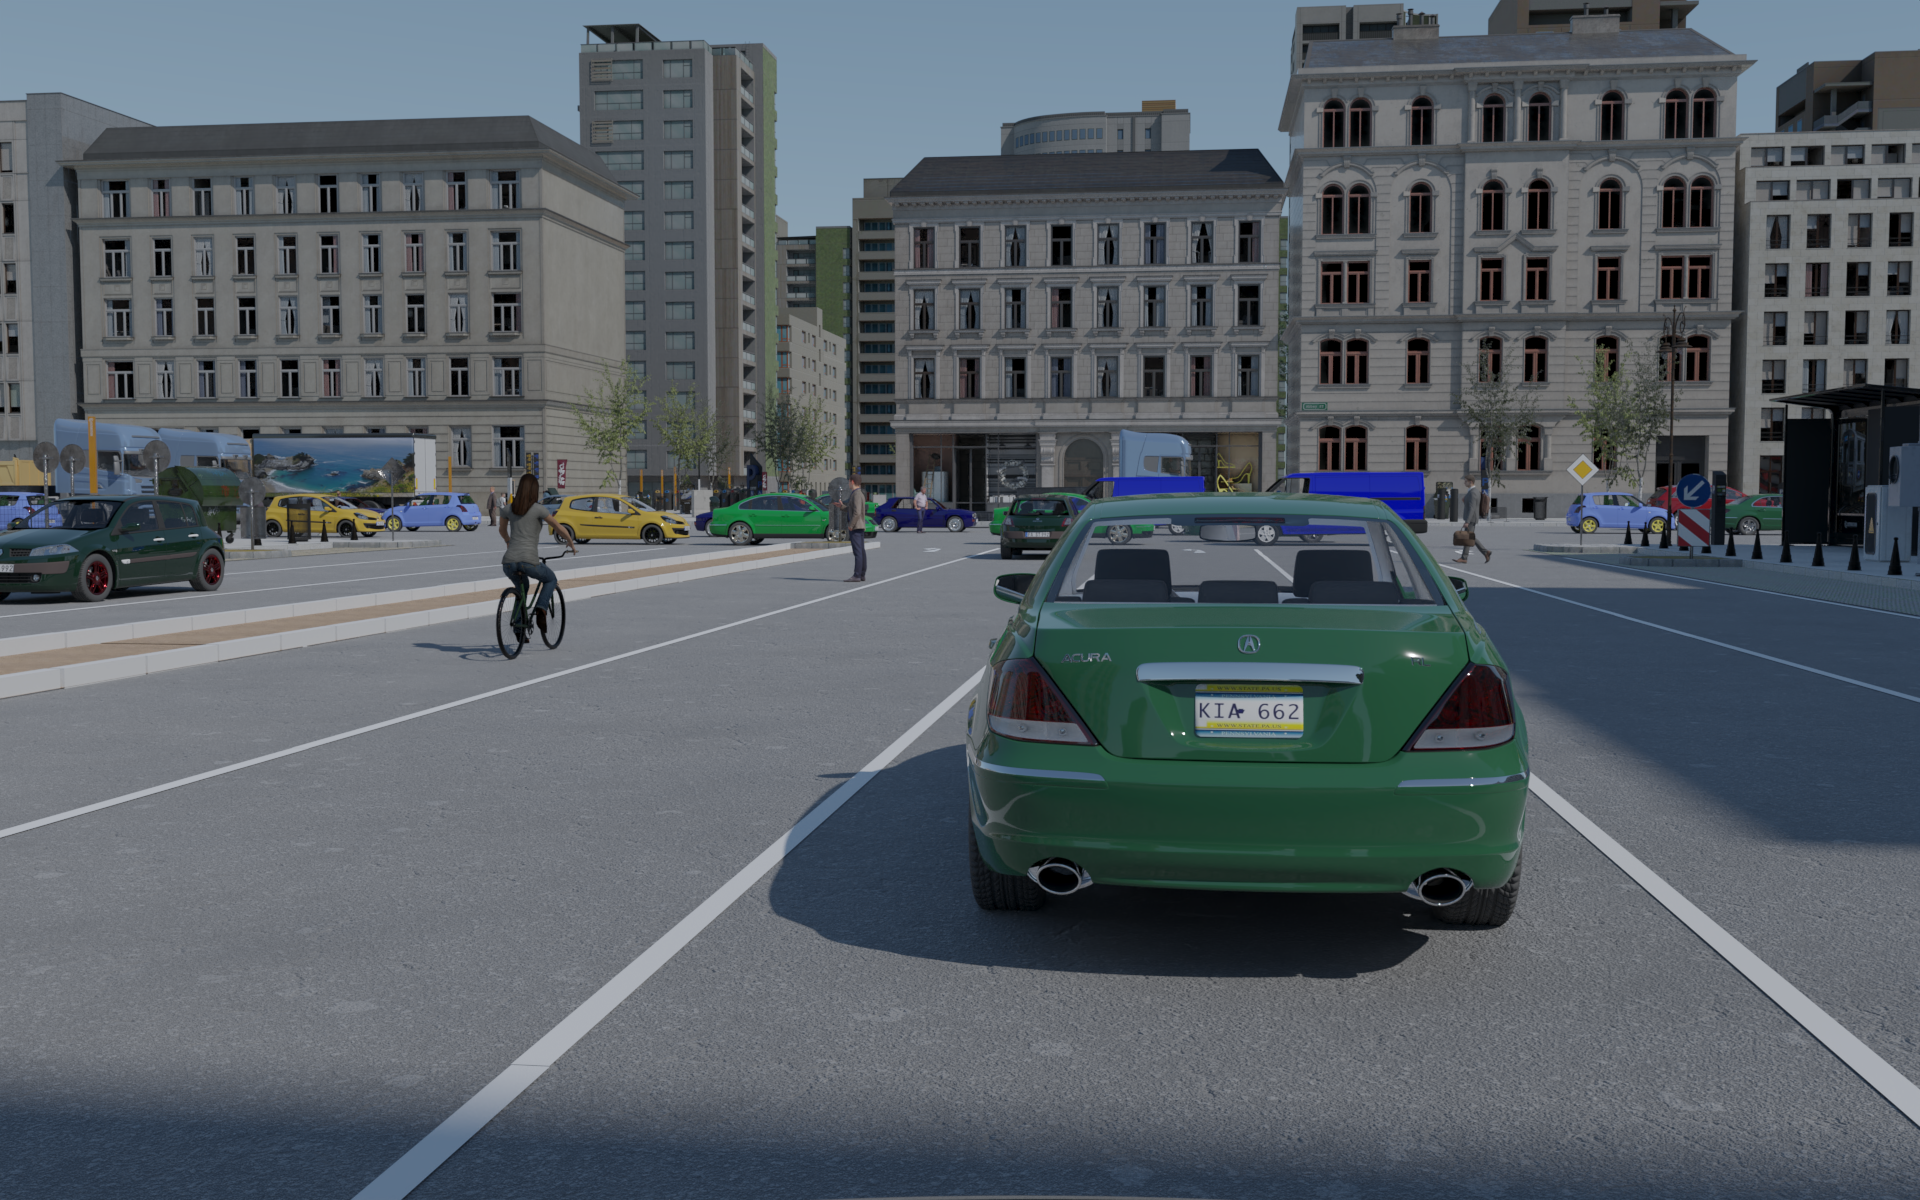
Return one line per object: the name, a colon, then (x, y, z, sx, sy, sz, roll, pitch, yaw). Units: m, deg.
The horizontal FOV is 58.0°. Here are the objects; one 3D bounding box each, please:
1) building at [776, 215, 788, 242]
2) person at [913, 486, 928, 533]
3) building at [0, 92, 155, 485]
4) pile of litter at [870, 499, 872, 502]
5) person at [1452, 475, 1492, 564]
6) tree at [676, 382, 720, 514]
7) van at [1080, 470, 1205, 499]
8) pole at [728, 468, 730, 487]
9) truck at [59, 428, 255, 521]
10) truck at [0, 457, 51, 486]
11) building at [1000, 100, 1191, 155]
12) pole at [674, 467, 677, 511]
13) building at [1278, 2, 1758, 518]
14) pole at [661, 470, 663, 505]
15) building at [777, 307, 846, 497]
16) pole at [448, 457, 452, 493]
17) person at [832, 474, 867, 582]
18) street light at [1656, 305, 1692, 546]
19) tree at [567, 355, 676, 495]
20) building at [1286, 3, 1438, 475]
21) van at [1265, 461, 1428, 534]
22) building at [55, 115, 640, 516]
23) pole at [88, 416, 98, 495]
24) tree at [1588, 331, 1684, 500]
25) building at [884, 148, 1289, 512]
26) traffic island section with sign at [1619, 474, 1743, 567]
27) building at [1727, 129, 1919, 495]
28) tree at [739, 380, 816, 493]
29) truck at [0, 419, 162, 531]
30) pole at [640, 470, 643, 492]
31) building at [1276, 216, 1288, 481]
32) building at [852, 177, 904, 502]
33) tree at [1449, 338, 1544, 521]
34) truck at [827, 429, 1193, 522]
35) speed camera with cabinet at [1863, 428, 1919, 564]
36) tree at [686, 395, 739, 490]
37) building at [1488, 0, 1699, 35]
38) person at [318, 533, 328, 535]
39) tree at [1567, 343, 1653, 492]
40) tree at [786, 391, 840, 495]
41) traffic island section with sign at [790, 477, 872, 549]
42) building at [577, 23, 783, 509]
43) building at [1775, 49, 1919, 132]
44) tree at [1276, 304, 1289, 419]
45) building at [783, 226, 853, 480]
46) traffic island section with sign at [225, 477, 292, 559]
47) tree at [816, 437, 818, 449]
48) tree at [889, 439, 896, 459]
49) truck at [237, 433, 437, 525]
building: (-39.498, -39.613, 271.367, 21.600, 48.544, 21.300, 0, 4, 8)
person: (-1.374, -3.292, 63.256, 0.756, 1.711, 0.436, -3, 5, -43)
building: (-61.778, -17.829, 109.533, 19.932, 24.808, 12.078, 0, 4, 8)
pile of litter: (-7.333, -7.864, 142.544, 1.719, 0.858, 1.176, 0, 4, -1)
person: (10.546, -1.660, 35.608, 0.822, 1.834, 0.622, 1, 4, 10)
tree: (-17.824, -9.877, 111.857, 4.737, 8.622, 4.395, 0, 3, 0)
van: (6.037, -3.442, 60.654, 5.245, 2.365, 2.240, 1, 4, 9)
pole: (-17.728, -8.516, 133.074, 0.158, 3.312, 0.155, 0, 3, 0)
truck: (-38.168, -5.036, 72.105, 18.799, 4.110, 2.967, 0, 4, 6)
truck: (-48.783, -5.323, 82.948, 9.791, 3.379, 3.469, 0, 4, 7)
building: (20.578, -44.110, 263.189, 28.212, 58.520, 21.231, 0, 4, 8)
pole: (-21.196, -8.257, 128.841, 0.158, 3.312, 0.155, 0, 3, 0)
building: (30.127, -18.977, 97.659, 23.554, 28.519, 14.401, 0, 4, 8)
pole: (-25.199, -9.341, 146.567, 0.158, 3.312, 0.155, 0, 3, 0)
building: (-28.885, -20.621, 182.192, 28.899, 21.520, 27.650, 0, 4, 8)
pole: (-27.691, -6.130, 94.072, 0.158, 3.312, 0.155, 0, 3, 0)
person: (-1.850, -1.184, 28.383, 0.750, 1.759, 0.617, 1, 4, 21)
street light: (17.453, -4.262, 42.476, 0.468, 5.910, 1.993, 0, 4, 8)
tree: (-18.142, -8.598, 90.933, 4.737, 8.622, 4.395, 0, 3, 0)
building: (59.528, -50.059, 256.721, 20.611, 71.187, 20.563, 0, 4, 8)
van: (10.260, -2.685, 48.276, 5.245, 2.365, 2.240, 0, 4, 6)
building: (-36.828, -16.778, 107.597, 30.059, 22.955, 16.112, 0, 4, 8)
pole: (-22.793, -3.163, 45.559, 0.158, 3.312, 0.155, 0, 3, 0)
tree: (30.851, -7.843, 78.600, 4.360, 8.622, 3.978, 0, 3, 0)
building: (-1.776, -15.288, 100.871, 40.483, 20.767, 10.553, 0, 4, 8)
traffic island section with sign: (14.402, -1.601, 34.804, 1.989, 1.847, 2.006, 0, 4, 8)
building: (50.021, -14.647, 94.224, 16.860, 20.320, 10.420, 0, 4, 8)
tree: (-11.672, -9.841, 111.261, 4.360, 8.622, 3.978, 0, 3, 0)
truck: (-37.687, -4.506, 63.439, 18.799, 4.110, 2.967, 0, 4, 8)
pole: (-26.644, -9.233, 144.802, 0.158, 3.312, 0.155, 0, 3, 0)
building: (41.151, -35.078, 257.126, 14.086, 41.232, 14.154, 0, 4, 8)
building: (-4.134, -39.321, 266.597, 21.600, 48.544, 21.300, 0, 4, 8)
tree: (25.507, -8.079, 82.459, 4.360, 8.622, 3.978, 0, 3, 0)
truck: (1.155, -5.145, 73.872, 18.799, 4.110, 2.967, 1, 4, 9)
speed camera with cabinet: (17.515, -2.324, 32.339, 0.660, 3.252, 2.038, 1, 4, 12)
tree: (-18.322, -10.865, 128.001, 4.360, 8.622, 3.978, 0, 3, 0)
building: (52.718, -30.381, 146.835, 14.600, 45.320, 14.200, 0, 4, 8)
person: (-22.016, -2.906, 59.918, 0.435, 1.345, 0.340, -2, 4, -26)
tree: (31.469, -8.166, 83.875, 4.737, 8.622, 4.395, 0, 3, 0)
tree: (-10.922, -10.681, 124.993, 4.737, 8.622, 4.395, 0, 3, 0)
traffic island section with sign: (-3.305, -2.312, 45.942, 2.006, 1.907, 1.989, 0, 4, 8)
building: (-24.573, -28.735, 153.416, 14.154, 41.232, 14.086, 0, 4, 8)
building: (90.645, -31.970, 172.812, 14.200, 45.320, 14.600, 0, 4, 8)
tree: (38.340, -19.865, 180.683, 12.611, 20.169, 13.585, 0, 3, 0)
building: (-22.222, -35.630, 266.145, 14.086, 41.232, 14.154, 0, 4, 8)
traffic island section with sign: (-16.273, -1.864, 39.097, 1.989, 1.847, 2.006, 0, 4, 8)
tree: (-11.703, -10.339, 119.401, 4.360, 8.622, 3.978, 0, 3, 0)
tree: (-3.948, -12.288, 151.269, 4.737, 8.622, 4.395, 0, 3, 0)
truck: (-30.378, -5.648, 81.253, 11.283, 4.237, 2.839, 0, 4, 8)
